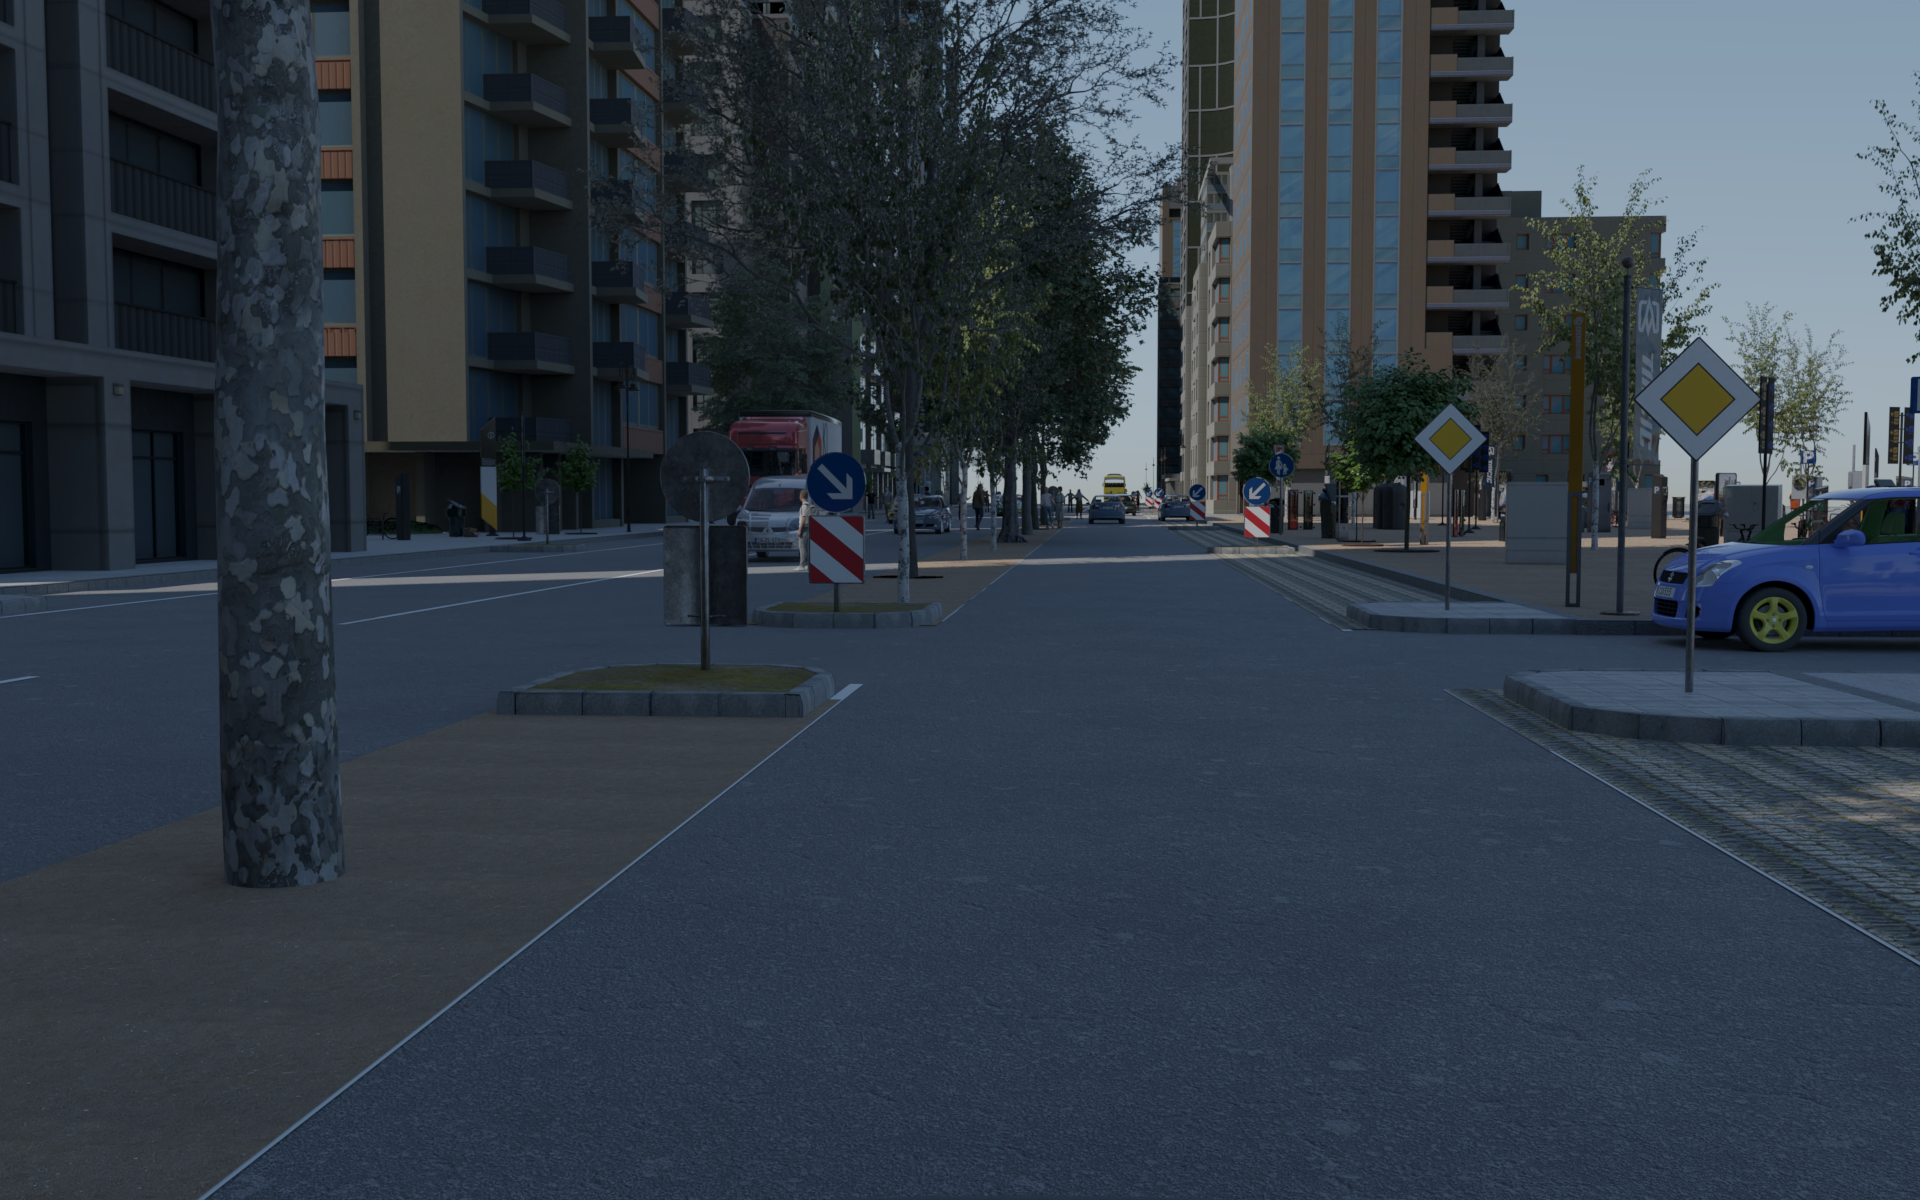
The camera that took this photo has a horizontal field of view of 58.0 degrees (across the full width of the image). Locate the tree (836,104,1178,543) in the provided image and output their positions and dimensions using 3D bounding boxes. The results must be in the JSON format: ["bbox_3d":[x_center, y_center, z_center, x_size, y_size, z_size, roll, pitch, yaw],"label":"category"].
[{"bbox_3d":[1.478,-8.011,50.441,9.611,12.733,9.660,0,3,0],"label":"tree"}]

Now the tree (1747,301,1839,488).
[{"bbox_3d":[30.617,-7.041,65.483,4.737,8.622,4.395,0,3,0],"label":"tree"}]

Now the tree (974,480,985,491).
[{"bbox_3d":[2.838,-14.511,231.852,1.663,3.219,1.824,0,3,0],"label":"tree"}]

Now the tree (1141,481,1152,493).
[{"bbox_3d":[26.947,-15.572,249.209,1.663,3.219,1.824,0,3,0],"label":"tree"}]

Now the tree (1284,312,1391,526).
[{"bbox_3d":[15.703,-7.267,69.181,4.360,8.622,3.978,0,3,0],"label":"tree"}]

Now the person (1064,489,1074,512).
[{"bbox_3d":[8.608,-7.740,135.127,1.350,1.814,0.705,0,4,-1],"label":"person"}]

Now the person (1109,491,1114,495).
[{"bbox_3d":[14.212,-9.348,162.283,0.756,1.711,0.436,2,4,32],"label":"person"}]

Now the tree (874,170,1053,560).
[{"bbox_3d":[0.056,-5.188,37.648,4.737,8.622,4.395,0,3,0],"label":"tree"}]

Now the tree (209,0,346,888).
[{"bbox_3d":[-1.380,-8.963,4.894,12.611,20.169,13.585,0,3,0],"label":"tree"}]

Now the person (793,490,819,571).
[{"bbox_3d":[-2.890,-1.297,32.298,0.523,1.515,0.503,-1,4,-14],"label":"person"}]

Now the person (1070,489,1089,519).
[{"bbox_3d":[6.900,-5.551,99.987,1.217,1.736,0.721,-1,4,-12],"label":"person"}]

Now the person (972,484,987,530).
[{"bbox_3d":[0.759,-3.675,68.493,0.656,1.842,0.836,1,4,14],"label":"person"}]

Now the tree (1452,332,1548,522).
[{"bbox_3d":[24.793,-7.926,79.955,4.360,8.622,3.978,0,3,0],"label":"tree"}]

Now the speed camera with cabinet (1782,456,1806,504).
[{"bbox_3d":[38.044,-5.240,80.006,2.038,3.252,0.660,2,4,29],"label":"speed camera with cabinet"}]

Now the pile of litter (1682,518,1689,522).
[{"bbox_3d":[33.869,-3.971,78.885,1.719,0.858,1.176,3,5,41],"label":"pile of litter"}]

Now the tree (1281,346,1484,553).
[{"bbox_3d":[9.873,-3.348,38.461,4.285,4.588,4.351,0,3,0],"label":"tree"}]

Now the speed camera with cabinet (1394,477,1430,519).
[{"bbox_3d":[23.382,-5.826,89.586,0.660,3.252,2.038,-2,4,-30],"label":"speed camera with cabinet"}]

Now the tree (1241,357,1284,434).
[{"bbox_3d":[16.693,-8.474,88.912,4.360,8.622,3.978,0,3,0],"label":"tree"}]

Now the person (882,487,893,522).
[{"bbox_3d":[-3.642,-4.815,87.348,0.709,1.813,0.853,1,4,17],"label":"person"}]

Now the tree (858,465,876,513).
[{"bbox_3d":[-6.485,-7.440,116.242,1.663,3.219,1.824,0,3,0],"label":"tree"}]

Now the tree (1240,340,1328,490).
[{"bbox_3d":[15.484,-8.071,82.317,4.737,8.622,4.395,0,3,0],"label":"tree"}]

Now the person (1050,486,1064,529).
[{"bbox_3d":[3.965,-3.750,70.376,0.524,1.755,0.480,-2,4,-33],"label":"person"}]

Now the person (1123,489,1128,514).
[{"bbox_3d":[11.774,-6.982,122.670,0.705,1.822,1.348,2,4,35],"label":"person"}]

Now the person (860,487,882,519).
[{"bbox_3d":[-5.062,-5.530,98.929,1.348,1.822,0.705,-1,4,-13],"label":"person"}]

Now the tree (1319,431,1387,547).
[{"bbox_3d":[9.803,-2.940,42.673,1.663,3.219,1.824,0,3,0],"label":"tree"}]

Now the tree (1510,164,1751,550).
[{"bbox_3d":[14.734,-5.437,39.265,4.737,8.622,4.395,0,3,0],"label":"tree"}]

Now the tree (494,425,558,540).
[{"bbox_3d":[-12.720,-3.329,49.031,1.663,3.219,1.824,0,3,0],"label":"tree"}]

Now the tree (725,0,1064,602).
[{"bbox_3d":[-0.704,-4.166,20.926,4.360,8.622,3.978,0,3,0],"label":"tree"}]

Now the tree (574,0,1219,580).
[{"bbox_3d":[-0.896,-7.111,29.092,12.009,13.543,11.850,0,3,0],"label":"tree"}]

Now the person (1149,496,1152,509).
[{"bbox_3d":[16.789,-8.817,153.603,0.436,1.711,0.756,0,4,8],"label":"person"}]

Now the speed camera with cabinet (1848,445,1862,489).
[{"bbox_3d":[35.811,-4.543,68.610,0.660,3.252,2.038,1,4,10],"label":"speed camera with cabinet"}]

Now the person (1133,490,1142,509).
[{"bbox_3d":[17.428,-9.870,169.888,1.348,1.823,0.705,-3,5,-40],"label":"person"}]

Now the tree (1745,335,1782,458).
[{"bbox_3d":[36.217,-7.573,74.177,4.360,8.622,3.978,0,3,0],"label":"tree"}]

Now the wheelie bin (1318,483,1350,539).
[{"bbox_3d":[10.789,-2.583,50.140,0.980,1.594,0.693,-1,4,-21],"label":"wheelie bin"}]

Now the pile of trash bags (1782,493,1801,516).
[{"bbox_3d":[42.453,-4.939,90.505,3.447,1.369,1.912,-1,4,-16],"label":"pile of trash bags"}]

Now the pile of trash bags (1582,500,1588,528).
[{"bbox_3d":[22.084,-3.420,65.666,3.447,1.369,1.912,-1,4,-11],"label":"pile of trash bags"}]

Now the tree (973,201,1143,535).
[{"bbox_3d":[2.405,-8.508,59.685,7.486,12.596,7.792,0,3,0],"label":"tree"}]

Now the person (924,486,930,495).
[{"bbox_3d":[-1.880,-5.414,96.649,0.705,1.869,1.348,2,4,27],"label":"person"}]

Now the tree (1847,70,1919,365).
[{"bbox_3d":[17.466,-4.866,29.914,4.360,8.622,3.978,0,3,0],"label":"tree"}]

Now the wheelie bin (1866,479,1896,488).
[{"bbox_3d":[19.427,-1.750,36.515,0.980,1.594,0.693,-2,4,-31],"label":"wheelie bin"}]

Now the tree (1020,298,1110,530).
[{"bbox_3d":[3.781,-9.247,79.396,9.928,11.665,9.643,0,3,0],"label":"tree"}]

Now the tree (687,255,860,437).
[{"bbox_3d":[-9.691,-11.268,90.883,9.857,13.997,8.962,0,3,0],"label":"tree"}]

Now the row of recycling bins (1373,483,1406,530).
[{"bbox_3d":[15.805,-3.467,63.793,1.069,1.692,3.534,0,4,6],"label":"row of recycling bins"}]

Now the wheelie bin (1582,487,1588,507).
[{"bbox_3d":[26.556,-4.024,73.694,0.693,1.594,0.980,-1,4,-23],"label":"wheelie bin"}]

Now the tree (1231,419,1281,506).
[{"bbox_3d":[13.315,-5.617,75.559,4.285,4.588,4.351,0,3,0],"label":"tree"}]

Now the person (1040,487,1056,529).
[{"bbox_3d":[3.719,-3.817,71.585,0.731,1.740,0.598,-1,4,-19],"label":"person"}]

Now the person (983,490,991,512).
[{"bbox_3d":[2.204,-7.859,137.709,1.217,1.743,0.721,-2,4,-24],"label":"person"}]

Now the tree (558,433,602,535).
[{"bbox_3d":[-12.223,-3.702,55.131,1.663,3.219,1.824,0,3,0],"label":"tree"}]

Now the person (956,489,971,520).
[{"bbox_3d":[0.228,-5.345,96.427,0.617,1.759,0.750,3,5,39],"label":"person"}]
